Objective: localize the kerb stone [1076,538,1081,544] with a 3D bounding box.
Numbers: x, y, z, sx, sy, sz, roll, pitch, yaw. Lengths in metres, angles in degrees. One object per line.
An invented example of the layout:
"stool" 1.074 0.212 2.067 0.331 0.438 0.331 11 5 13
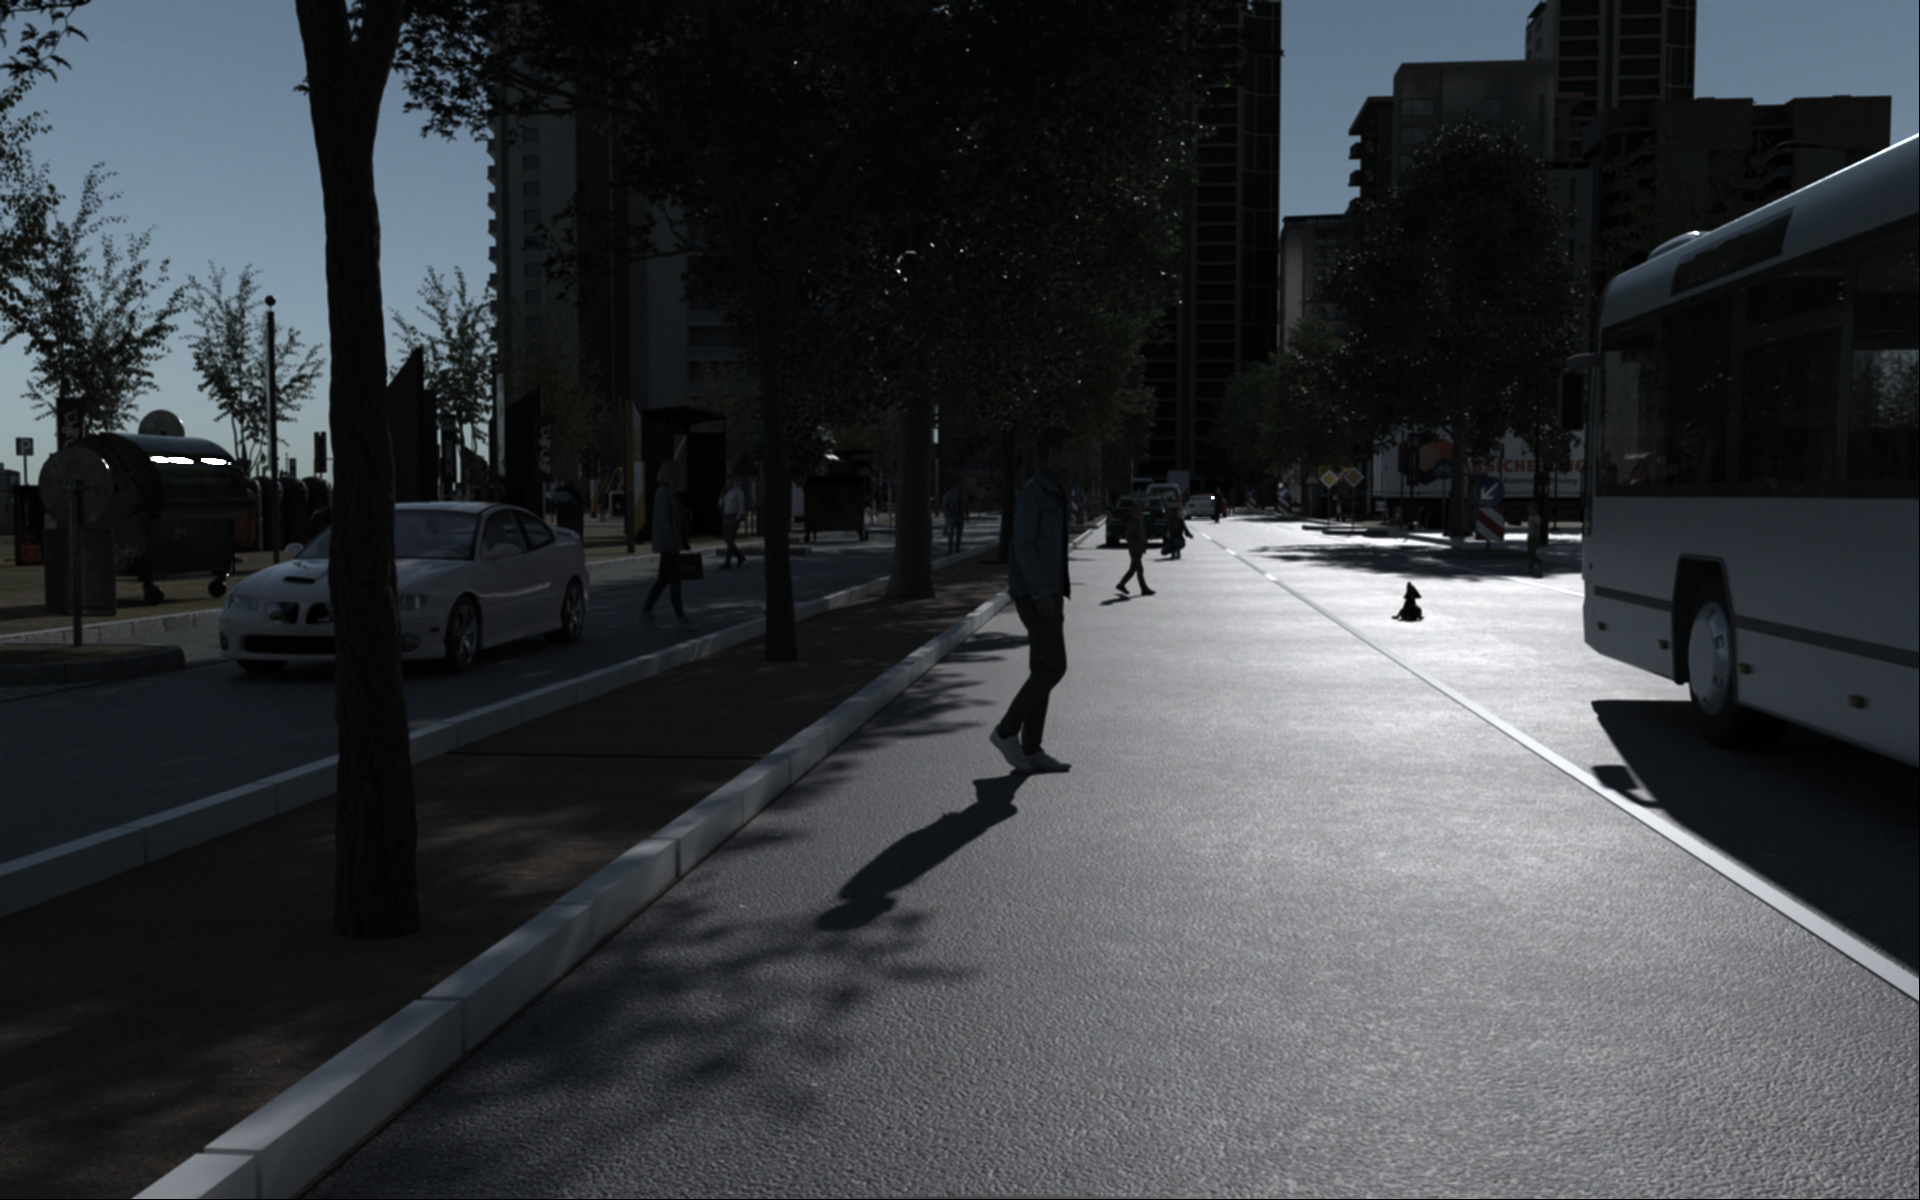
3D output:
"kerb stone" 3.177 -1.558 47.701 0.120 0.150 1.000 0 4 6

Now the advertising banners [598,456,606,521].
"advertising banners" -16.853 -5.217 81.493 0.090 3.025 2.074 0 4 -3

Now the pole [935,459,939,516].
"pole" -1.334 -6.493 100.009 0.158 3.312 0.155 0 3 0

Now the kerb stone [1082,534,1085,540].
"kerb stone" 3.599 -1.810 51.786 0.120 0.150 1.000 0 4 6

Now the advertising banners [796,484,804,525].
"advertising banners" -6.176 -4.689 72.847 2.074 3.025 0.090 -3 5 -41

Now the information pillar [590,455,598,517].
"information pillar" -20.370 -6.420 96.327 0.504 3.616 0.183 2 4 34

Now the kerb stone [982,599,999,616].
"kerb stone" 0.322 0.125 20.198 0.120 0.150 1.000 0 4 6

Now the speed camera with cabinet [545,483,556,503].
"speed camera with cabinet" -32.694 -8.736 137.170 2.038 3.252 0.660 2 4 32

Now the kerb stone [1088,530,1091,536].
"kerb stone" 4.130 -2.121 56.877 0.120 0.150 1.000 0 4 6

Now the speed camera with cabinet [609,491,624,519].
"speed camera with cabinet" -17.337 -5.890 90.642 2.038 3.252 0.660 -1 4 -13

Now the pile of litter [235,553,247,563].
"pile of litter" -14.178 -1.139 32.595 1.719 0.858 1.176 3 5 42

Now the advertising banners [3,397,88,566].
"advertising banners" -16.738 -2.132 31.039 2.074 3.025 0.090 -2 4 -29

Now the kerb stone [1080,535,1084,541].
"kerb stone" 3.494 -1.742 50.765 0.120 0.150 1.000 0 4 6

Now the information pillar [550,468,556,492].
"information pillar" -32.684 -9.031 139.015 0.504 3.616 0.183 0 3 0

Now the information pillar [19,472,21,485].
"information pillar" -31.800 -3.293 58.328 0.304 2.012 0.304 -1 4 -23

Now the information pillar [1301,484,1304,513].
"information pillar" 23.276 -6.892 117.177 0.304 2.012 0.304 3 5 42

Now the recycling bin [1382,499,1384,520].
"recycling bin" 21.071 -4.395 84.406 0.722 1.027 0.722 -2 4 -27

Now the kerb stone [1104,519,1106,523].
"kerb stone" 6.624 -3.590 80.926 0.120 0.150 1.000 0 4 6

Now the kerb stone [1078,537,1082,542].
"kerb stone" 3.283 -1.618 48.721 0.120 0.150 1.000 0 4 6

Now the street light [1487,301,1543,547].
"street light" 13.404 -4.239 41.844 1.470 5.913 1.316 0 4 6

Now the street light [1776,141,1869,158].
"street light" 11.454 -3.082 22.931 1.470 5.913 1.316 0 4 6

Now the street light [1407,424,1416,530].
"street light" 15.496 -5.436 61.420 1.470 5.913 1.316 0 4 6

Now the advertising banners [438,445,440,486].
"advertising banners" -18.987 -3.984 61.333 2.074 3.025 0.090 3 5 39

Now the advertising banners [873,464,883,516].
"advertising banners" -4.790 -6.289 99.009 0.090 3.025 2.074 1 4 18

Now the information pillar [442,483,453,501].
"information pillar" -15.365 -2.903 51.949 0.304 2.012 0.304 -1 4 -21

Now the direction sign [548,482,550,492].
"direction sign" -35.247 -9.588 148.760 0.379 3.537 0.876 -2 4 -29

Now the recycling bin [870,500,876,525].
"recycling bin" -3.888 -3.615 71.663 0.722 1.027 0.722 0 4 6

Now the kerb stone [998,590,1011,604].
"kerb stone" 0.531 0.001 22.236 0.120 0.150 1.000 0 4 6

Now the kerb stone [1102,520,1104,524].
"kerb stone" 6.300 -3.405 77.874 0.120 0.150 1.000 0 4 6

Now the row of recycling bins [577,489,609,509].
"row of recycling bins" -31.787 -8.725 149.769 3.534 1.692 1.069 1 4 17

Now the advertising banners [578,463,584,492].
"advertising banners" -22.947 -6.510 102.627 0.090 3.025 2.074 2 4 27

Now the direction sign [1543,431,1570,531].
"direction sign" 20.961 -4.215 60.913 0.876 3.537 0.379 1 4 17

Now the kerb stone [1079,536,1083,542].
"kerb stone" 3.388 -1.685 49.740 0.120 0.150 1.000 0 4 6

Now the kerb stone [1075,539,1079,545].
"kerb stone" 3.074 -1.498 46.681 0.120 0.150 1.000 0 4 6

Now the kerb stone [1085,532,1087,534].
"kerb stone" 3.806 -1.934 53.819 0.120 0.150 1.000 0 4 6

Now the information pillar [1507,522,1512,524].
"information pillar" 23.908 -4.307 74.904 0.304 2.012 0.304 -1 4 -15

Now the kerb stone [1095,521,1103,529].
"kerb stone" 6.094 -3.281 75.837 0.120 0.150 1.000 0 4 6

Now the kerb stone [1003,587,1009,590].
"kerb stone" 0.638 -0.063 23.252 0.120 0.150 1.000 0 4 6

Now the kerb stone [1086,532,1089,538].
"kerb stone" 3.922 -1.995 54.835 0.120 0.150 1.000 0 4 6

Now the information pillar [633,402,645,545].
"information pillar" -8.146 -3.217 43.949 0.183 3.616 0.504 -2 4 -35

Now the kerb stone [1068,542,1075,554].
"kerb stone" 2.755 -1.305 43.626 0.120 0.150 1.000 0 4 6

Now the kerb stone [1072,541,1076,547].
"kerb stone" 2.853 -1.370 44.643 0.120 0.150 1.000 0 4 6

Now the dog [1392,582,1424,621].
"dog" 5.113 0.015 19.947 0.748 0.427 0.550 -3 4 -37

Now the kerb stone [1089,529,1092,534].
"kerb stone" 4.342 -2.246 58.910 0.120 0.150 1.000 0 4 6

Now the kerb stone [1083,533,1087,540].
"kerb stone" 3.710 -1.872 52.802 0.120 0.150 1.000 0 4 6

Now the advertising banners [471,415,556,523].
"advertising banners" -9.714 -2.546 37.822 2.074 3.025 0.090 -3 5 -43

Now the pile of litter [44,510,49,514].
"pile of litter" -60.037 -6.060 113.047 1.719 0.858 1.176 2 4 33

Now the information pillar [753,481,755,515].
"information pillar" -12.941 -7.176 108.679 0.183 3.616 0.504 -1 4 -12

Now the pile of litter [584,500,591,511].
"pile of litter" -28.376 -7.154 130.927 1.719 0.858 1.176 1 4 21

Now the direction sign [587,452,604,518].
"direction sign" -19.523 -6.160 92.718 0.876 3.537 0.379 0 4 -5

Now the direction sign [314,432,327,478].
"direction sign" -23.320 -4.356 63.216 0.876 3.537 0.379 3 5 44

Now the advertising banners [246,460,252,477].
"advertising banners" -36.633 -5.626 88.168 0.090 3.025 2.074 1 4 12

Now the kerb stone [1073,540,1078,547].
"kerb stone" 2.966 -1.435 45.664 0.120 0.150 1.000 0 4 6

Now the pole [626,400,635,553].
"pole" -7.165 -2.679 37.642 0.158 3.312 0.155 0 3 0

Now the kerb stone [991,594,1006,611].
"kerb stone" 0.430 0.067 21.219 0.120 0.150 1.000 0 4 6

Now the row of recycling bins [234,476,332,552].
"row of recycling bins" -15.646 -1.990 39.650 1.069 1.692 3.534 1 4 13
